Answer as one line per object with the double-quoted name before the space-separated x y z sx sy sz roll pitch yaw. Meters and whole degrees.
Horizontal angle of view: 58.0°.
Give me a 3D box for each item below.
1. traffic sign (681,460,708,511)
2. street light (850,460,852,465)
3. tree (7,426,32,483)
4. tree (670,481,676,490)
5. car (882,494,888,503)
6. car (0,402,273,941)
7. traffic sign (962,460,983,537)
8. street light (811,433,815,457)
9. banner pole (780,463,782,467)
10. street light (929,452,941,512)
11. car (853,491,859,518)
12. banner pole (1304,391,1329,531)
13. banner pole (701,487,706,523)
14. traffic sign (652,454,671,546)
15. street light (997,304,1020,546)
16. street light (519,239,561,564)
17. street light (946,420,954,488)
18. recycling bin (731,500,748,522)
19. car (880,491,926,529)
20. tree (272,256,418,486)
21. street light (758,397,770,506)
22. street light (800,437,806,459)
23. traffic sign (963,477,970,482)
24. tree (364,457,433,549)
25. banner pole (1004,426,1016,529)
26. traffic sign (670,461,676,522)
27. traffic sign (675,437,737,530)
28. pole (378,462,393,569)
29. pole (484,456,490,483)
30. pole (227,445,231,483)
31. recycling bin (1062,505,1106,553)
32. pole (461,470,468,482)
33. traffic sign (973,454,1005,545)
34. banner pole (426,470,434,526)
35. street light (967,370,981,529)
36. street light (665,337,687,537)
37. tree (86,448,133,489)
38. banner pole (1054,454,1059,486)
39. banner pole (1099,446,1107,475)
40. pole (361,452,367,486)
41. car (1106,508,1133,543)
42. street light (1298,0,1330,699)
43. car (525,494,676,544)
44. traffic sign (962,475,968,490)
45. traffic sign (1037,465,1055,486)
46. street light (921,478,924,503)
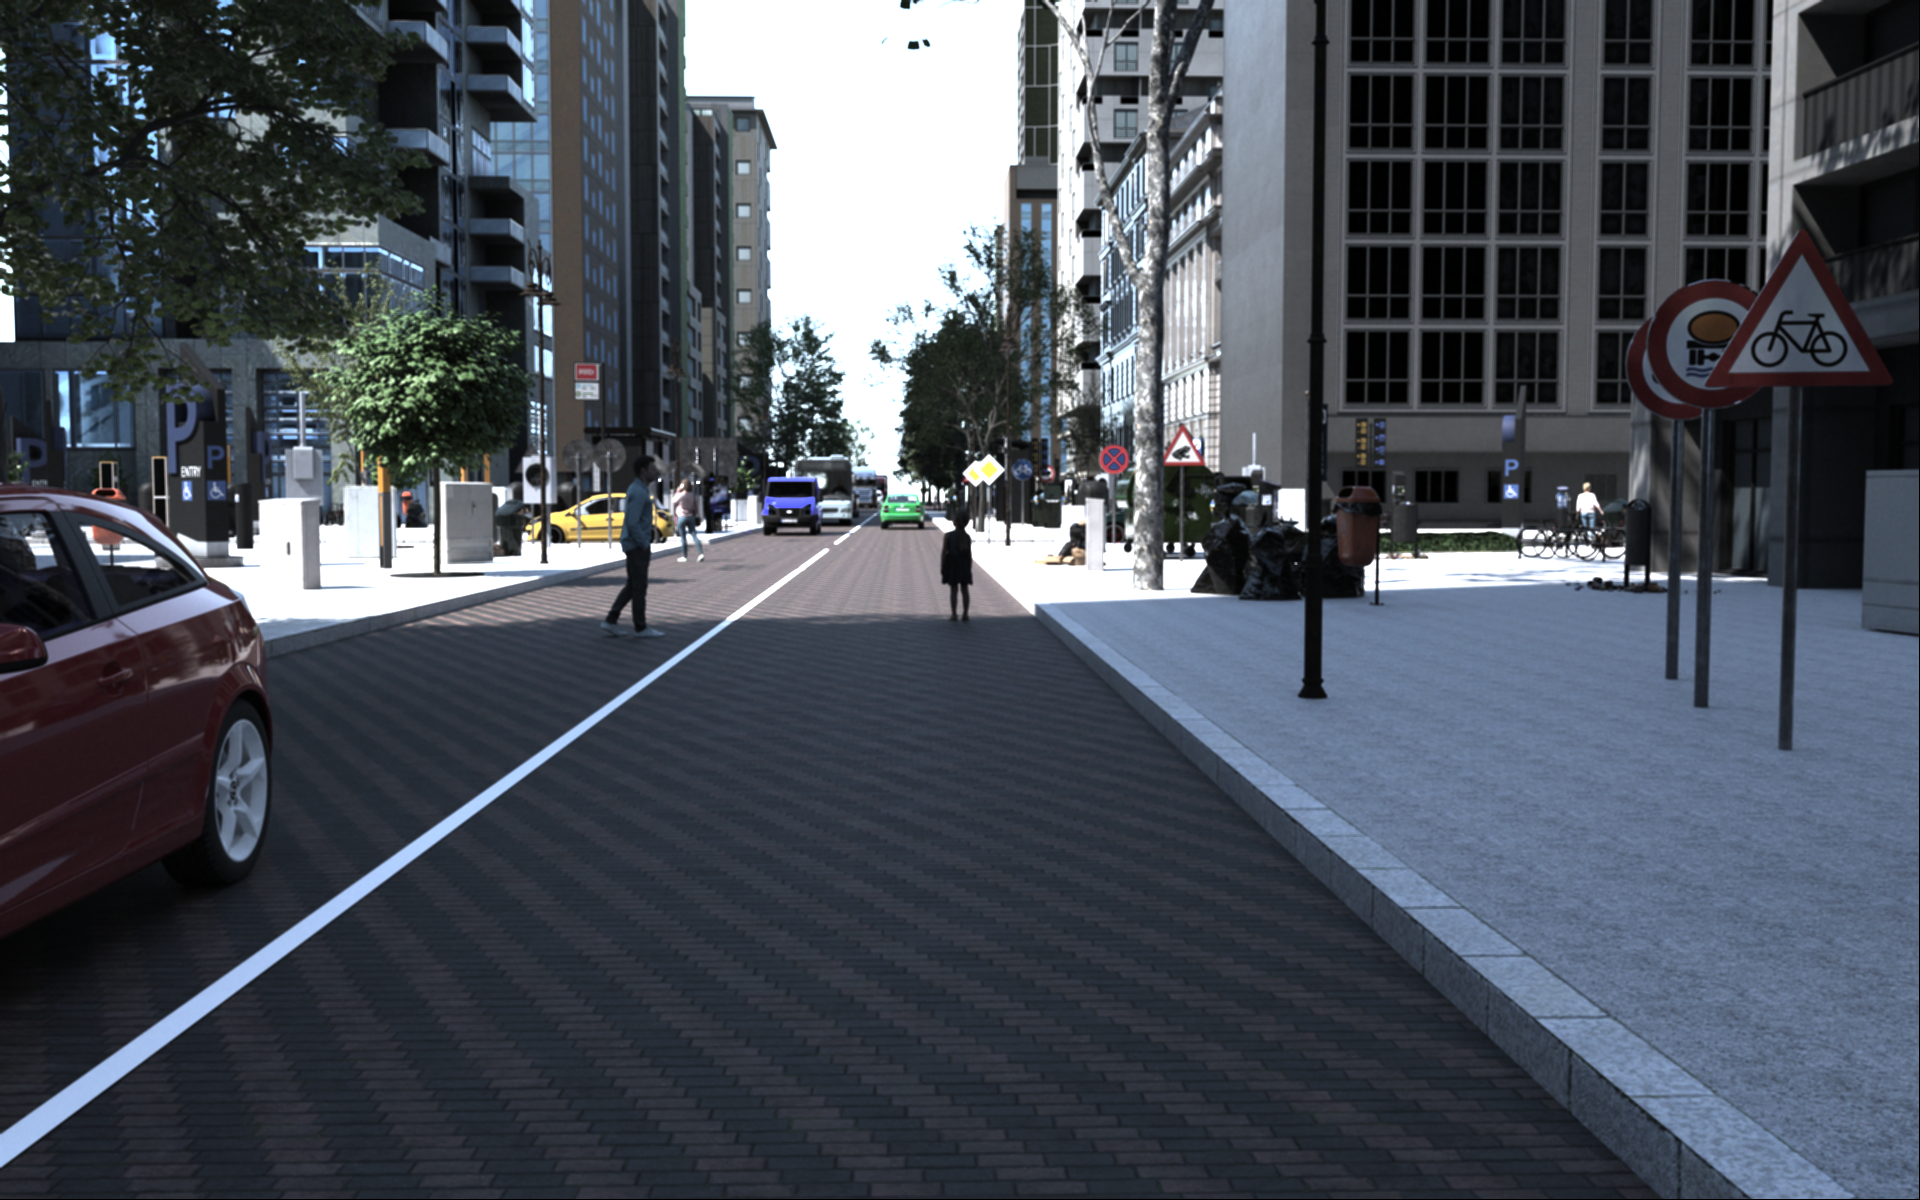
"traffic sign" -7.827 -2.898 51.025 0.795 2.450 0.064 0 4 -2
"street light" -13.395 -14.594 211.391 0.468 5.910 1.993 0 4 -2
"tree" -22.901 -2.841 41.056 1.663 3.219 1.824 0 3 0
"tree" -18.927 -7.374 115.170 1.663 3.219 1.824 0 3 0
"car" -5.537 -8.272 145.036 2.009 1.686 4.222 0 4 -2
"car" -3.460 0.253 4.903 2.155 1.783 4.494 0 4 -3
"traffic sign" 0.464 -2.913 51.275 0.795 2.450 0.064 0 4 -2
"street light" -10.808 -9.475 127.697 0.468 5.910 1.993 0 4 -2
"banner pole" -12.613 -8.085 122.207 0.401 3.779 0.863 -1 4 -10
"street light" -2.004 -10.134 138.485 0.468 5.910 1.993 0 4 -2
"car" -7.312 -6.008 106.905 2.281 1.827 5.304 0 4 -1
"banner pole" 8.633 -3.193 42.215 0.863 3.779 0.401 -2 4 -27
"banner pole" -11.180 -5.296 76.610 0.863 3.779 0.401 -3 4 -36
"traffic sign" -7.566 -2.410 43.045 0.795 2.450 0.064 0 4 -2
"street light" 1.177 -4.253 42.328 0.468 5.910 1.993 0 4 -2
"street light" -7.635 -3.599 31.631 0.468 5.910 1.993 0 4 -2
"street light" -0.554 -7.438 94.403 0.468 5.910 1.993 0 4 -2
"recycling bin" -10.114 -4.105 79.676 0.722 1.027 0.722 -1 4 -20
"car" -2.377 -3.868 72.038 1.959 1.807 4.718 0 4 -1
"tree" -18.518 -6.274 52.945 4.737 8.622 4.395 0 3 0
"street light" -9.336 -6.731 82.837 0.468 5.910 1.993 0 4 -2
"street light" -10.396 -8.663 114.435 0.468 5.910 1.993 0 4 -2
"traffic sign" 0.570 -4.520 73.902 0.884 2.594 0.081 0 4 3
"tree" -13.483 -2.834 40.945 1.663 3.219 1.824 0 3 0
"banner pole" 1.790 -4.545 64.325 0.401 3.779 0.863 -1 4 -20
"traffic sign" -10.878 -4.024 65.897 0.768 2.556 0.104 0 4 8
"traffic sign" -9.093 -4.172 62.079 2.265 3.308 0.079 0 4 7
"pole" -9.877 -2.193 29.704 0.158 3.312 0.155 0 3 0
"pole" -13.721 -3.452 50.281 0.158 3.312 0.155 0 3 0
"pole" -30.127 -4.743 71.391 0.158 3.312 0.155 0 3 0
"recycling bin" 2.722 -1.555 37.975 0.722 1.027 0.722 -3 5 -40
"pole" -15.050 -3.594 52.607 0.158 3.312 0.155 0 3 0
"traffic sign" 0.724 -2.425 43.294 0.795 2.450 0.064 0 4 -2
"banner pole" -21.201 -4.855 69.393 0.401 3.779 0.863 2 4 30
"street light" 0.503 -5.496 62.643 0.468 5.910 1.993 0 4 -2
"street light" -8.365 -4.800 51.268 0.468 5.910 1.993 0 4 -2
"tree" -34.537 -4.652 70.667 1.663 3.219 1.824 0 3 0
"banner pole" 6.057 -7.272 108.910 0.401 3.779 0.863 2 4 28
"banner pole" 7.395 -6.088 89.549 0.401 3.779 0.863 3 5 45
"pole" -21.720 -4.239 63.148 0.158 3.312 0.155 0 3 0
"car" 5.313 -2.267 46.855 4.222 1.686 2.009 0 3 0
"street light" 2.227 -2.323 10.762 0.468 5.910 1.993 0 4 -2
"car" -9.719 -2.244 46.910 3.980 1.641 2.015 0 4 -3
"traffic sign" 0.494 -6.571 107.535 0.768 2.556 0.104 0 4 1
"traffic sign" 3.723 -4.586 75.089 0.768 2.556 0.104 0 4 5
"street light" -4.034 -14.018 201.987 0.468 5.910 1.993 0 4 -2
